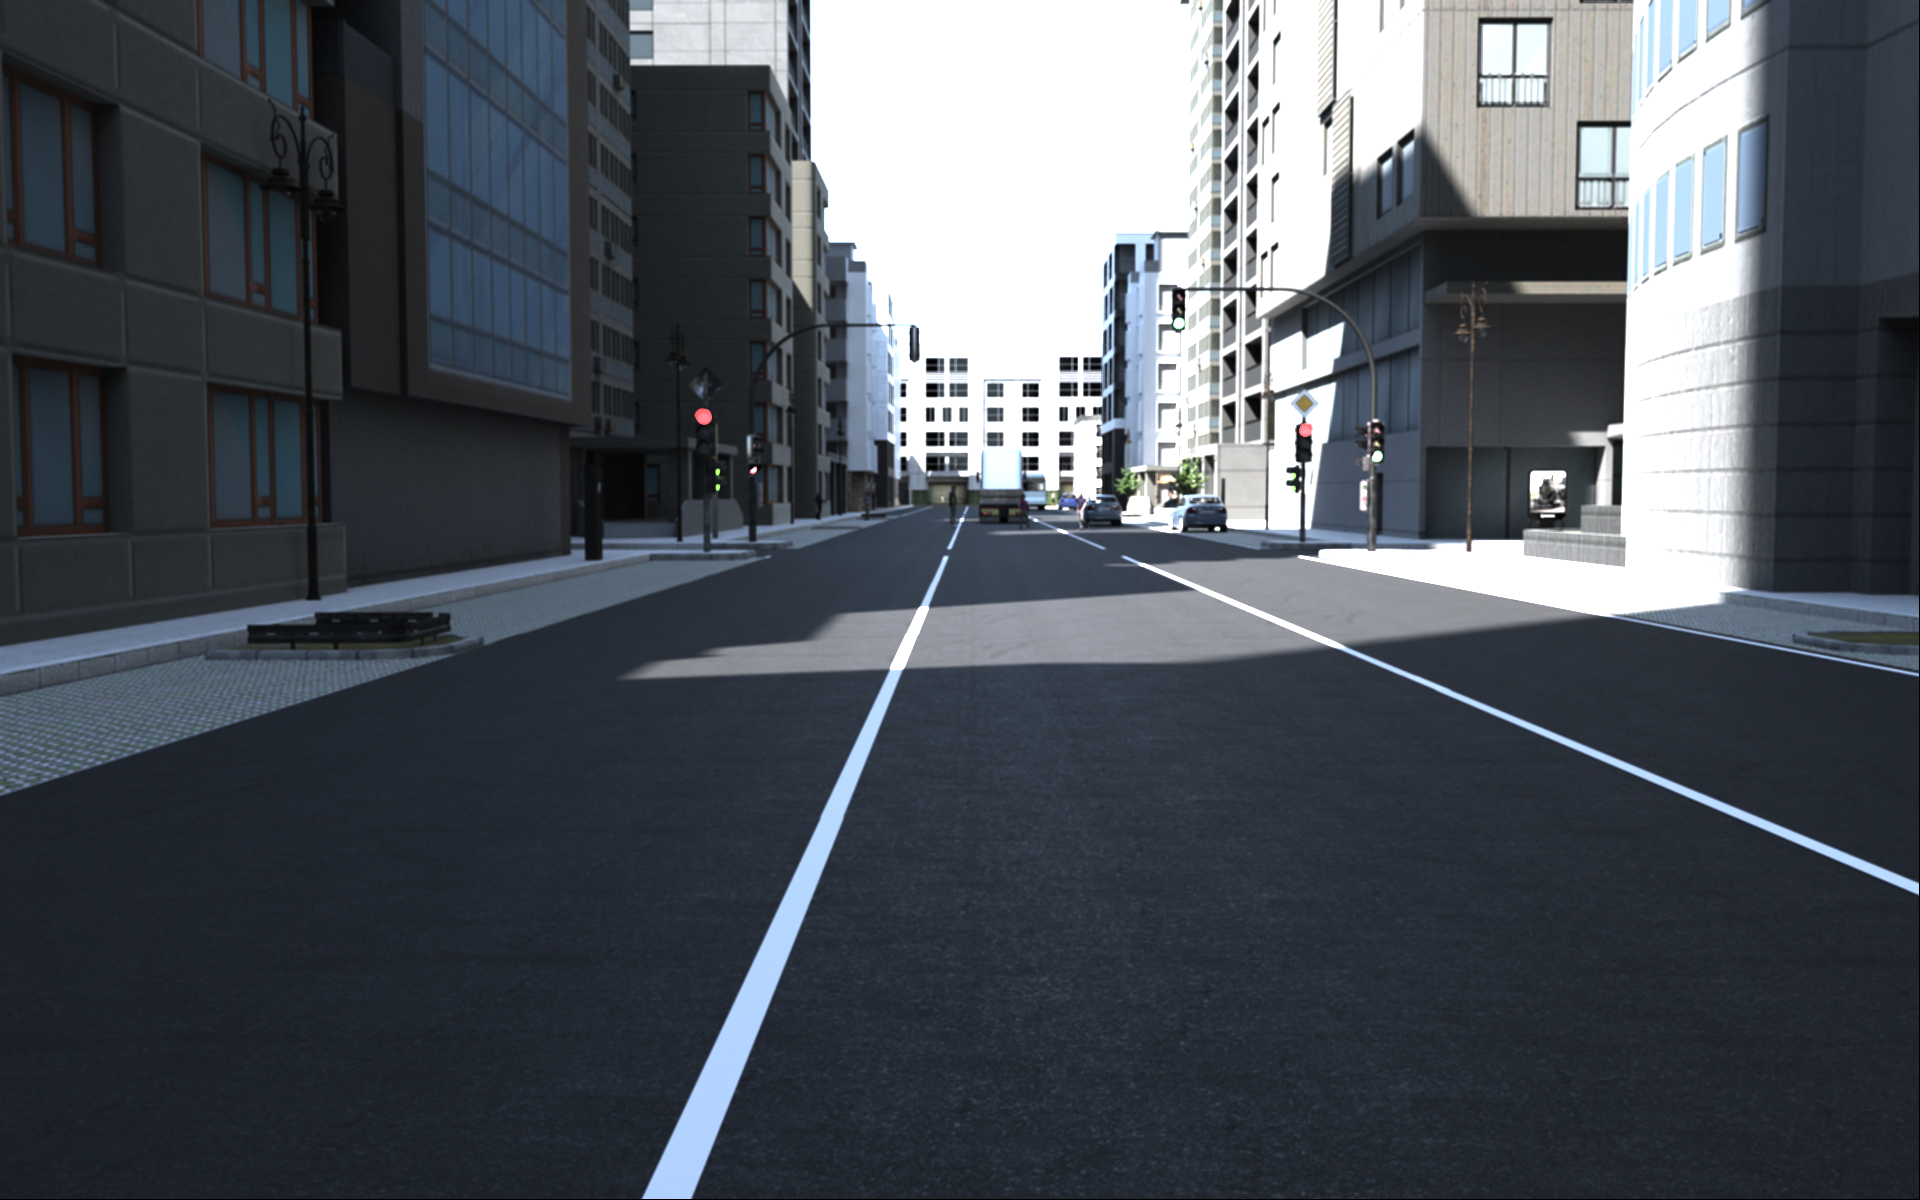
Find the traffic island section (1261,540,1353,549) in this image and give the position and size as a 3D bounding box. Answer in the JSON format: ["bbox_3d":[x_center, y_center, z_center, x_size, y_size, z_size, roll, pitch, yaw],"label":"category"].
[{"bbox_3d":[9.184,-1.471,46.337,2.009,0.180,2.903,0,4,0],"label":"traffic island section"}]

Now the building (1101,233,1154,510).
[{"bbox_3d":[26.167,-18.824,151.740,27.936,21.610,32.646,0,4,0],"label":"building"}]

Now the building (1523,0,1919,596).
[{"bbox_3d":[21.094,-29.400,22.693,21.231,58.520,28.212,0,4,0],"label":"building"}]

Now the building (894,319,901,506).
[{"bbox_3d":[-12.356,-20.391,189.817,11.380,20.091,16.016,0,4,0],"label":"building"}]

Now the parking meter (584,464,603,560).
[{"bbox_3d":[-7.118,-1.707,33.619,0.255,1.863,0.399,0,4,5],"label":"parking meter"}]

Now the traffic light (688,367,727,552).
[{"bbox_3d":[-5.597,-3.022,38.333,0.839,4.253,0.868,0,4,0],"label":"traffic light"}]

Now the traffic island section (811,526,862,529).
[{"bbox_3d":[-5.065,-2.954,71.167,1.991,0.108,1.994,0,4,0],"label":"traffic island section"}]

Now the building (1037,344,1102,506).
[{"bbox_3d":[25.783,-21.148,212.232,31.486,18.905,16.747,0,4,0],"label":"building"}]

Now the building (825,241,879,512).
[{"bbox_3d":[-14.443,-16.597,127.785,16.016,20.091,11.380,0,4,0],"label":"building"}]

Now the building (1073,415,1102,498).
[{"bbox_3d":[17.310,-14.766,183.574,9.099,9.664,28.070,0,4,0],"label":"building"}]

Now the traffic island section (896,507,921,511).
[{"bbox_3d":[-4.481,-7.669,148.254,1.991,0.108,1.994,0,4,0],"label":"traffic island section"}]

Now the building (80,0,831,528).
[{"bbox_3d":[-21.372,-14.655,84.654,27.650,21.520,28.899,0,4,0],"label":"building"}]

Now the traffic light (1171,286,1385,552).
[{"bbox_3d":[6.991,-3.880,38.113,4.771,5.953,1.251,0,4,0],"label":"traffic light"}]

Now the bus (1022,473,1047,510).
[{"bbox_3d":[6.529,-10.095,159.911,2.948,3.499,13.247,0,4,1],"label":"bus"}]

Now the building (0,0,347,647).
[{"bbox_3d":[-21.933,-9.944,7.624,27.650,21.520,28.899,0,4,0],"label":"building"}]

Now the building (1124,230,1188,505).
[{"bbox_3d":[20.562,-16.724,129.857,16.016,20.091,11.380,0,4,0],"label":"building"}]

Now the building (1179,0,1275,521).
[{"bbox_3d":[22.578,-39.597,85.669,20.563,71.187,20.611,0,4,0],"label":"building"}]

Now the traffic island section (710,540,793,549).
[{"bbox_3d":[-5.577,-1.478,46.453,2.009,0.180,2.903,0,4,0],"label":"traffic island section"}]

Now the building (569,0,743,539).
[{"bbox_3d":[-24.303,-22.334,57.035,32.217,40.220,23.993,0,4,0],"label":"building"}]

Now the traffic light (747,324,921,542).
[{"bbox_3d":[-3.445,-4.383,46.337,4.771,5.953,1.251,0,4,0],"label":"traffic light"}]

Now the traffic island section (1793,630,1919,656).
[{"bbox_3d":[8.950,0.410,16.161,1.991,0.108,1.994,0,4,0],"label":"traffic island section"}]

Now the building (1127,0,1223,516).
[{"bbox_3d":[27.362,-25.503,108.857,32.217,40.220,23.993,0,4,0],"label":"building"}]

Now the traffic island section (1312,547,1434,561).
[{"bbox_3d":[9.123,-0.983,38.352,2.009,0.180,2.903,0,4,0],"label":"traffic island section"}]

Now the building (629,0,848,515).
[{"bbox_3d":[-17.742,-40.983,108.331,20.563,71.187,20.611,0,4,0],"label":"building"}]

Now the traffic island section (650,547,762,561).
[{"bbox_3d":[-5.637,-0.990,38.468,2.009,0.180,2.903,0,4,0],"label":"traffic island section"}]

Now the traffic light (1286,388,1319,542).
[{"bbox_3d":[9.144,-3.505,46.223,0.839,4.253,0.868,0,4,0],"label":"traffic light"}]

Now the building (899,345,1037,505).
[{"bbox_3d":[-5.691,-21.250,213.899,31.486,18.905,16.747,0,4,0],"label":"building"}]

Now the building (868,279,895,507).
[{"bbox_3d":[-20.799,-19.496,162.738,27.936,21.610,32.646,0,4,0],"label":"building"}]

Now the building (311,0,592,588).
[{"bbox_3d":[-14.980,-23.160,28.775,14.200,45.320,14.600,0,4,0],"label":"building"}]

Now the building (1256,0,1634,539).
[{"bbox_3d":[25.302,-28.689,58.305,27.495,52.752,28.713,0,4,0],"label":"building"}]
